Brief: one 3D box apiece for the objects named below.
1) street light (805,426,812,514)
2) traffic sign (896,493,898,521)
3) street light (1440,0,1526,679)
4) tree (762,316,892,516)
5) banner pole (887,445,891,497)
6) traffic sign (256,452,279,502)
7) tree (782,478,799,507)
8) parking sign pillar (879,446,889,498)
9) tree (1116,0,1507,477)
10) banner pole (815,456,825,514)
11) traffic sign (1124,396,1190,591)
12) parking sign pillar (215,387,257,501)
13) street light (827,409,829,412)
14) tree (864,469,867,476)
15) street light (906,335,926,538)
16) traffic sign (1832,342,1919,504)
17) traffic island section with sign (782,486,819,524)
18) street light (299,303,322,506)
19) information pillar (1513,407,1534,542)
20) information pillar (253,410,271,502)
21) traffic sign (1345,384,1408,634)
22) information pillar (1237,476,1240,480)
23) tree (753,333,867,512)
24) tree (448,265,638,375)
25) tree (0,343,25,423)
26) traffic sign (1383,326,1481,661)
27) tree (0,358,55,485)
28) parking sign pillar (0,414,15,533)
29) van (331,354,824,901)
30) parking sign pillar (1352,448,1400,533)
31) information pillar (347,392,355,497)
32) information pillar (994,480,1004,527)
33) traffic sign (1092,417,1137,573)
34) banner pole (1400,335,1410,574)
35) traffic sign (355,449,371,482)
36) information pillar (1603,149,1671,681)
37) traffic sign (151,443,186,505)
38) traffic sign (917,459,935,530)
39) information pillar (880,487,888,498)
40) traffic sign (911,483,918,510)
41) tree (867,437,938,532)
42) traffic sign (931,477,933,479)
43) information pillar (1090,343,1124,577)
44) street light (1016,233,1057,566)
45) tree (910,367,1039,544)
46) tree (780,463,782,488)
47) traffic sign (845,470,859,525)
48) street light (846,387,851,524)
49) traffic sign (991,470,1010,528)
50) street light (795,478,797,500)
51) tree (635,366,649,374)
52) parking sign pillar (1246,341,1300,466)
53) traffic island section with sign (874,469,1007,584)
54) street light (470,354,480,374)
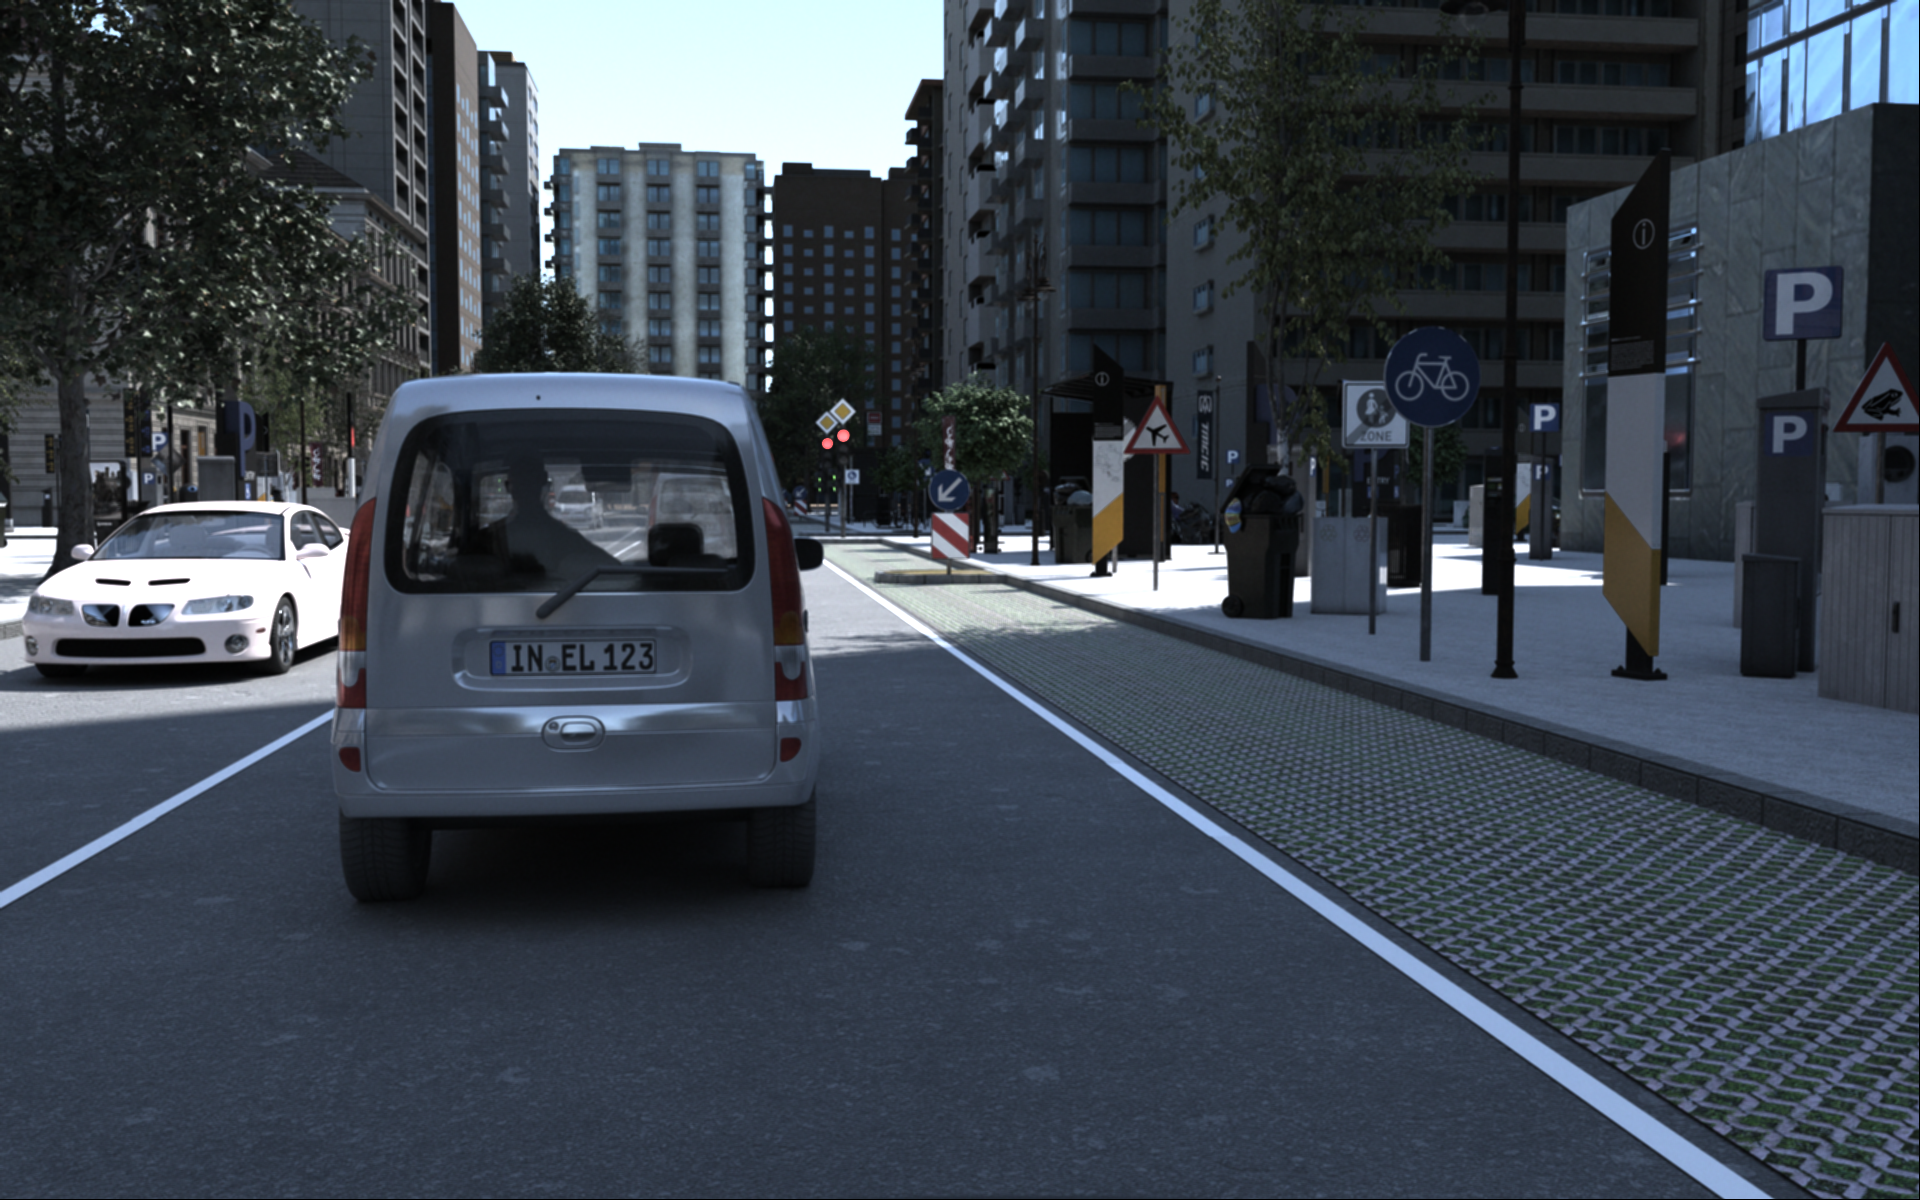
[{"bbox_3d":[-9.925,-8.643,114.103,0.468,5.910,1.993,0,4,-8],"label":"street light"},{"bbox_3d":[-2.982,-5.014,82.088,0.768,2.556,0.104,0,4,0],"label":"traffic sign"},{"bbox_3d":[3.810,-2.395,11.943,0.468,5.910,1.993,0,4,-8],"label":"street light"},{"bbox_3d":[-7.906,-10.809,102.478,9.928,11.665,9.643,0,3,0],"label":"tree"},{"bbox_3d":[-3.438,-6.066,89.203,0.401,3.779,0.863,3,5,43],"label":"banner pole"},{"bbox_3d":[-16.863,-2.446,42.126,0.606,2.300,0.079,0,4,0],"label":"traffic sign"},{"bbox_3d":[-17.352,-11.187,177.502,1.663,3.219,1.824,0,3,0],"label":"tree"},{"bbox_3d":[-4.684,-6.693,97.904,1.447,3.967,1.447,-1,4,-18],"label":"parking sign pillar"},{"bbox_3d":[4.019,-4.265,20.092,4.737,8.622,4.395,0,3,0],"label":"tree"},{"bbox_3d":[-9.220,-7.599,114.254,0.863,3.779,0.401,-3,5,-44],"label":"banner pole"},{"bbox_3d":[2.599,-1.403,22.950,0.884,2.594,0.081,0,4,-4],"label":"traffic sign"},{"bbox_3d":[-15.245,-2.939,36.525,1.447,3.967,1.447,0,4,-5],"label":"parking sign pillar"},{"bbox_3d":[-7.214,-7.445,94.511,0.468,5.910,1.993,0,4,-8],"label":"street light"},{"bbox_3d":[-2.489,-4.252,64.127,1.663,3.219,1.824,0,3,0],"label":"tree"},{"bbox_3d":[-1.288,-4.749,50.431,0.468,5.910,1.993,0,4,-8],"label":"street light"},{"bbox_3d":[7.912,-0.911,14.899,0.884,2.594,0.081,0,4,-2],"label":"traffic sign"},{"bbox_3d":[-7.854,-4.592,83.712,1.989,1.847,2.006,0,4,-8],"label":"traffic island section with sign"},{"bbox_3d":[-12.616,-3.696,33.219,0.468,5.910,1.993,0,4,-8],"label":"street light"},{"bbox_3d":[15.147,-3.372,46.487,0.183,3.616,0.504,-2,4,-32],"label":"information pillar"},{"bbox_3d":[-19.574,-3.497,48.533,0.504,3.616,0.183,-2,4,-26],"label":"information pillar"},{"bbox_3d":[3.770,-0.835,15.778,0.606,2.300,0.079,0,4,-1],"label":"traffic sign"},{"bbox_3d":[11.153,-3.970,69.393,0.304,2.012,0.304,2,4,34],"label":"information pillar"},{"bbox_3d":[-10.746,-12.526,121.813,9.611,12.733,9.660,0,3,0],"label":"tree"},{"bbox_3d":[-20.912,-10.391,86.904,9.611,12.733,9.660,0,3,0],"label":"tree"},{"bbox_3d":[-21.403,-5.299,37.005,4.737,8.622,4.395,0,3,0],"label":"tree"},{"bbox_3d":[3.581,-0.804,13.251,0.768,2.556,0.104,0,4,-7],"label":"traffic sign"},{"bbox_3d":[-25.484,-5.793,45.073,4.360,8.622,3.978,0,3,0],"label":"tree"},{"bbox_3d":[-32.119,-4.206,57.237,1.447,3.967,1.447,-1,4,-20],"label":"parking sign pillar"},{"bbox_3d":[-1.557,-0.034,7.561,2.013,2.044,4.112,-1,4,-9],"label":"van"},{"bbox_3d":[12.123,-3.793,50.482,1.447,3.967,1.447,3,4,37],"label":"parking sign pillar"},{"bbox_3d":[-14.067,-2.978,40.043,0.183,3.616,0.504,-1,4,-12],"label":"information pillar"},{"bbox_3d":[1.516,-3.830,67.110,0.304,2.012,0.304,2,4,34],"label":"information pillar"},{"bbox_3d":[2.524,-1.717,28.175,0.768,2.556,0.104,0,4,-4],"label":"traffic sign"},{"bbox_3d":[6.959,-2.264,27.037,0.401,3.779,0.863,0,4,7],"label":"banner pole"},{"bbox_3d":[-16.815,-2.982,48.865,0.768,2.556,0.104,0,4,-1],"label":"traffic sign"},{"bbox_3d":[4.710,-1.266,12.056,0.183,3.616,0.504,-1,4,-21],"label":"information pillar"},{"bbox_3d":[-17.996,-2.337,39.402,0.795,2.450,0.064,0,4,-3],"label":"traffic sign"},{"bbox_3d":[-1.270,-3.822,62.594,0.768,2.556,0.104,0,4,-1],"label":"traffic sign"},{"bbox_3d":[-3.836,-5.053,87.115,0.304,2.012,0.304,2,4,35],"label":"information pillar"},{"bbox_3d":[-2.189,-4.659,78.302,0.606,2.300,0.079,0,4,-2],"label":"traffic sign"},{"bbox_3d":[-1.841,-3.906,58.468,1.663,3.219,1.824,0,3,0],"label":"tree"},{"bbox_3d":[-1.170,-5.023,84.263,0.606,2.300,0.079,0,4,-3],"label":"traffic sign"},{"bbox_3d":[2.284,-2.172,26.867,0.504,3.616,0.183,0,4,8],"label":"information pillar"},{"bbox_3d":[1.349,-3.554,30.890,0.468,5.910,1.993,0,4,-8],"label":"street light"},{"bbox_3d":[0.393,-3.750,45.026,4.285,4.588,4.351,0,3,0],"label":"tree"},{"bbox_3d":[-20.470,-15.992,195.876,7.601,10.594,8.767,-1,4,-16],"label":"tree"},{"bbox_3d":[-4.510,-4.302,72.466,0.606,2.300,0.079,0,4,-1],"label":"traffic sign"},{"bbox_3d":[-4.830,-6.245,74.898,0.468,5.910,1.993,0,4,-8],"label":"street light"},{"bbox_3d":[1.454,-4.022,65.765,0.884,2.594,0.081,0,4,-2],"label":"traffic sign"},{"bbox_3d":[-12.607,-9.798,132.993,0.468,5.910,1.993,0,4,-8],"label":"street light"},{"bbox_3d":[-32.390,-16.268,172.634,9.857,13.997,8.962,0,3,0],"label":"tree"},{"bbox_3d":[5.606,-2.602,31.008,1.447,3.967,1.447,3,4,37],"label":"parking sign pillar"},{"bbox_3d":[-0.371,-1.200,28.242,1.989,1.847,2.006,0,4,-8],"label":"traffic island section with sign"},{"bbox_3d":[-15.994,-5.169,57.297,0.468,5.910,1.993,0,4,-8],"label":"street light"}]
